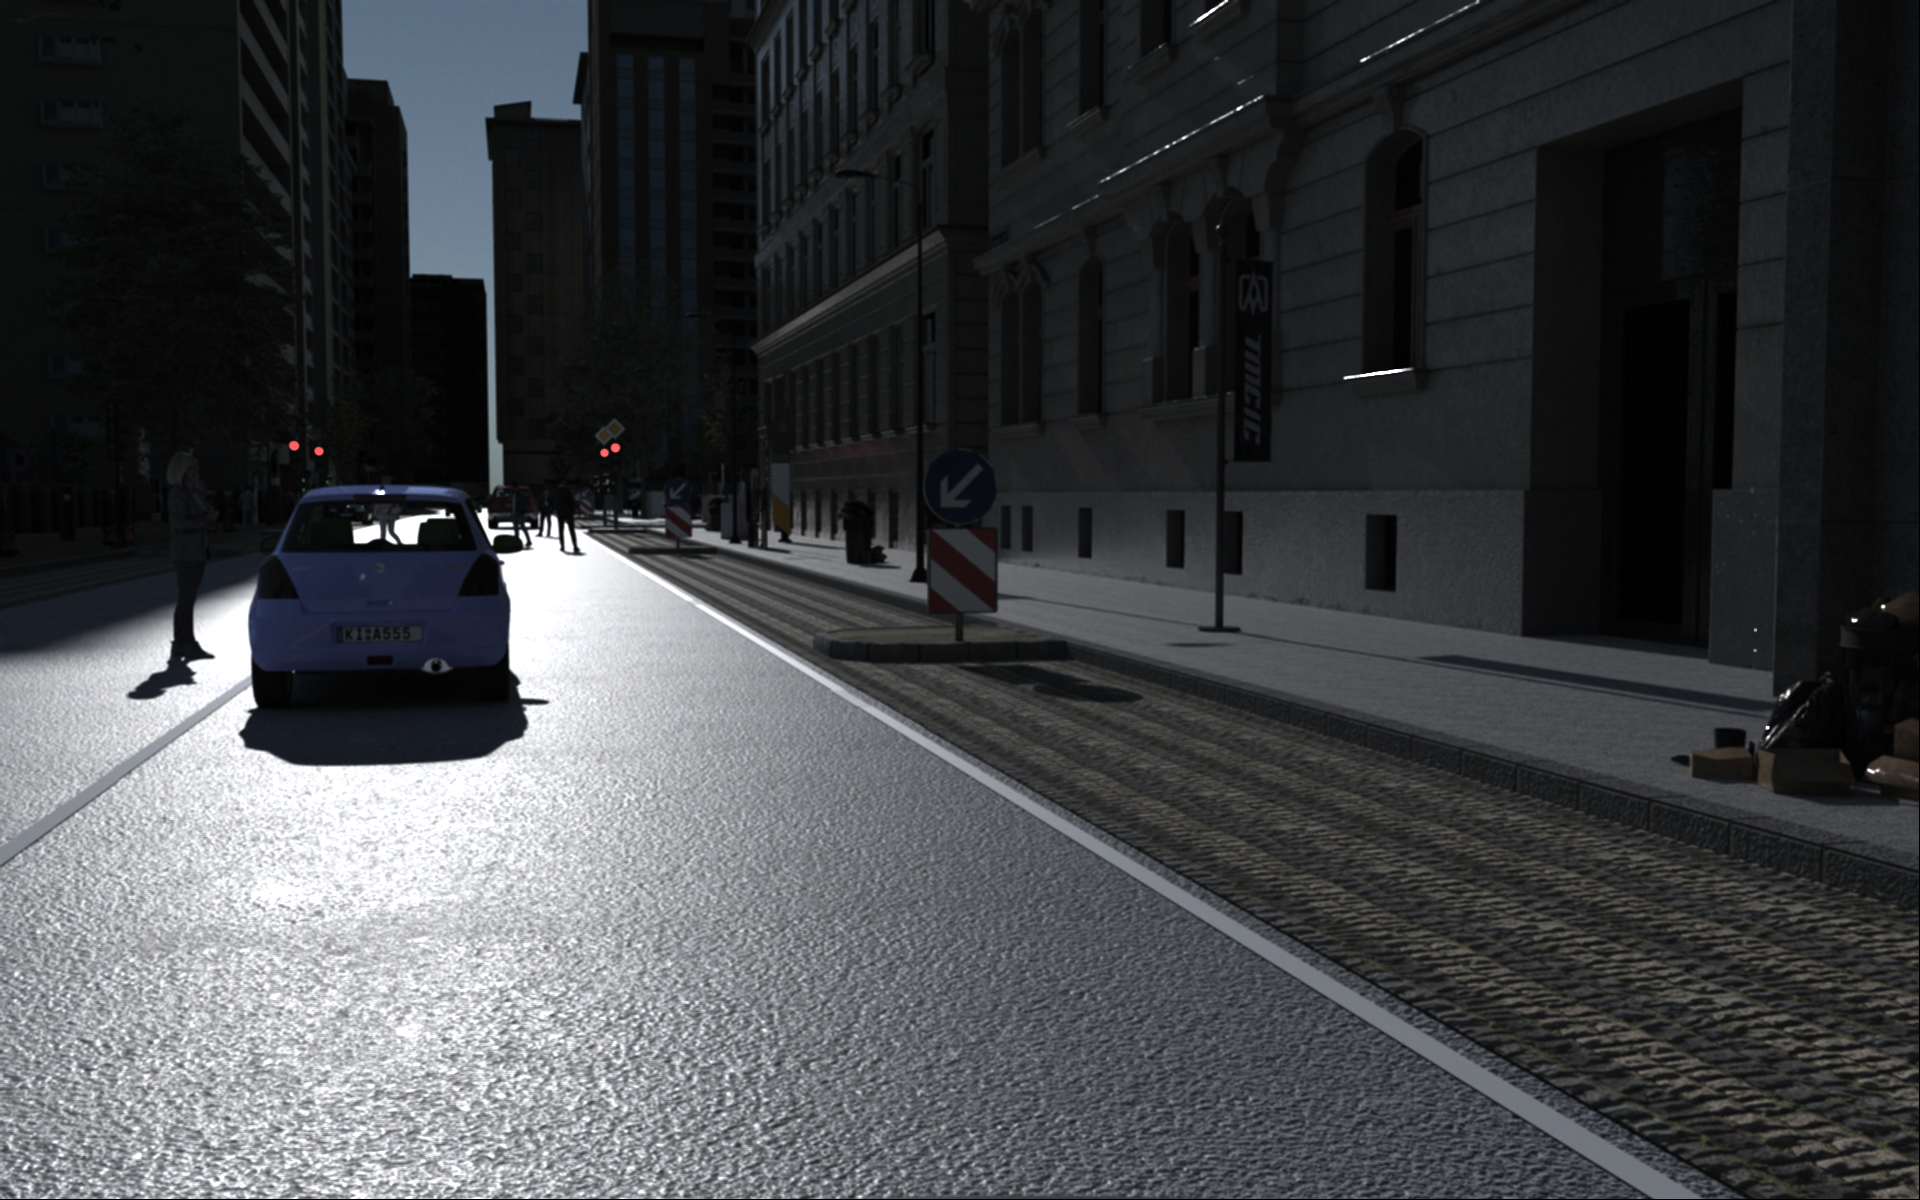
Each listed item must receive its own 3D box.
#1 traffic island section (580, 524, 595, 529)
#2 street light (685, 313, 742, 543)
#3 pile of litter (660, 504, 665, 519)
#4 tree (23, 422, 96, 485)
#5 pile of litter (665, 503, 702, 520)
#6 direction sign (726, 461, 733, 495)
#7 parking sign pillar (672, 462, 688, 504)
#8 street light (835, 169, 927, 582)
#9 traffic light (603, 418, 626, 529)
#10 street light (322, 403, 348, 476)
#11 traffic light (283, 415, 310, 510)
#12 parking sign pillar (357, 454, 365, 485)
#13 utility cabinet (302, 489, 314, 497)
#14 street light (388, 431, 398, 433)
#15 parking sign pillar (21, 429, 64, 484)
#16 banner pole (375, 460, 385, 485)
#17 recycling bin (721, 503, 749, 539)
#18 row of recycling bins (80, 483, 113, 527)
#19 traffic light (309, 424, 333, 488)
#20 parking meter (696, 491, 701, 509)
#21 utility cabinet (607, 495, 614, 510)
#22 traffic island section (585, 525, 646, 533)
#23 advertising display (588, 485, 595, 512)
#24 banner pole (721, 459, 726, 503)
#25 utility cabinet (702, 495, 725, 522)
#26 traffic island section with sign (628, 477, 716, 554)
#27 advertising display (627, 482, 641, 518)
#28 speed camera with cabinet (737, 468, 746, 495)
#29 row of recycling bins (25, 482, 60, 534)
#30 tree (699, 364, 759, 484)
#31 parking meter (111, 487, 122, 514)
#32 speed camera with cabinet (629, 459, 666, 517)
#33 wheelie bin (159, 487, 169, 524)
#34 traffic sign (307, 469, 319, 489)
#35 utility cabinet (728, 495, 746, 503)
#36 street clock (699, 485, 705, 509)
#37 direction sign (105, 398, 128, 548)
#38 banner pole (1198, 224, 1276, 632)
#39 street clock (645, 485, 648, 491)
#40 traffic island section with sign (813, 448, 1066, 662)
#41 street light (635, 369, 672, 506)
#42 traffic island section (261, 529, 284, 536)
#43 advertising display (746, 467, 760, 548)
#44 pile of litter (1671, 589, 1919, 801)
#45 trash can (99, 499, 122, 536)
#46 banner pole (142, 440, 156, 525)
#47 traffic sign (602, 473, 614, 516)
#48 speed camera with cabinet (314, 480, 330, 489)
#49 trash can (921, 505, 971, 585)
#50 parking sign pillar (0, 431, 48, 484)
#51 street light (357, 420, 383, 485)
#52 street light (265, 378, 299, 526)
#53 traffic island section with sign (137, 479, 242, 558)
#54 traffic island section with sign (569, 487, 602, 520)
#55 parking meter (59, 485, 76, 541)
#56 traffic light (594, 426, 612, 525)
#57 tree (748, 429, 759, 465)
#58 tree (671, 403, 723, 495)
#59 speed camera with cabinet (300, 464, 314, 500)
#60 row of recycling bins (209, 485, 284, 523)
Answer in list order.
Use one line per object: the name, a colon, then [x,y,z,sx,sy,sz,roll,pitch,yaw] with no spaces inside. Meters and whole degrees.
traffic island section: [-14.698,-3.031,71.840,2.009,0.180,2.903,-1,4,-14]
street light: [-6.380,-4.420,44.809,1.470,5.913,1.316,-1,4,-14]
pile of litter: [-14.981,-4.658,90.122,1.176,0.858,1.719,-2,4,-28]
tree: [-41.241,-5.852,79.387,4.285,4.588,4.351,0,3,0]
pile of litter: [-13.534,-4.421,86.242,1.719,0.858,1.176,3,4,36]
direction sign: [-15.460,-7.635,116.832,0.876,3.537,0.379,2,4,33]
parking sign pillar: [-23.416,-9.569,144.927,1.447,3.967,1.447,2,4,24]
street light: [-1.106,-3.211,25.047,1.470,5.913,1.316,-1,4,-14]
traffic light: [-12.751,-4.591,63.981,0.839,4.253,0.868,-1,4,-14]
street light: [-31.995,-7.102,88.663,1.470,5.913,1.316,-1,4,-14]
traffic light: [-23.461,-4.422,61.221,0.839,4.253,0.868,-1,4,-14]
parking sign pillar: [-40.637,-7.890,117.470,1.447,3.967,1.447,-1,4,-22]
utility cabinet: [-31.244,-4.561,83.246,0.318,1.500,1.173,-3,5,-43]
street light: [-42.304,-9.518,128.166,1.470,5.913,1.316,-1,4,-14]
parking sign pillar: [-37.843,-5.115,72.107,1.447,3.967,1.447,3,4,37]
banner pole: [-41.975,-8.274,125.291,0.863,3.779,0.401,0,4,-8]
recycling bin: [-6.339,-2.256,49.439,0.722,1.027,0.722,3,4,37]
row of recycling bins: [-34.067,-3.694,67.517,1.069,1.692,3.534,0,4,2]
traffic light: [-25.450,-4.895,68.956,0.839,4.253,0.868,-1,4,-14]
parking meter: [-22.313,-8.529,147.853,0.372,1.533,0.369,0,3,0]
utility cabinet: [-28.070,-7.815,138.930,1.020,1.237,0.306,0,4,-8]
traffic island section: [-12.709,-2.558,64.105,2.009,0.180,2.903,-1,4,-14]
advertising display: [-26.011,-7.157,122.230,0.123,1.923,0.974,-2,4,-33]
banner pole: [-16.726,-8.108,122.581,0.401,3.779,0.863,1,4,15]
utility cabinet: [-11.186,-4.122,78.556,1.020,1.237,0.306,-1,4,-18]
traffic island section with sign: [-6.984,-2.030,41.821,1.989,1.847,2.006,-1,4,-14]
advertising display: [-17.745,-5.464,94.556,0.974,1.923,0.123,2,4,30]
speed camera with cabinet: [-16.238,-8.358,130.996,0.660,3.252,2.038,2,4,33]
row of recycling bins: [-30.606,-3.033,56.710,1.069,1.692,3.534,1,4,10]
tree: [-12.730,-9.015,97.761,4.360,8.622,3.978,0,3,0]
parking meter: [-28.293,-3.040,58.117,0.372,1.533,0.369,0,3,0]
speed camera with cabinet: [-17.558,-6.293,97.219,2.038,3.252,0.660,-3,5,-41]
wheelie bin: [-34.103,-4.100,74.943,0.980,1.594,0.693,-2,4,-28]
traffic sign: [-31.496,-5.182,84.729,0.884,2.594,0.081,-1,4,-8]
utility cabinet: [-11.874,-4.982,92.613,1.020,1.237,0.306,-2,4,-29]
street clock: [-21.419,-8.523,143.928,0.358,2.002,0.471,2,4,32]
direction sign: [-20.057,-3.010,41.205,0.379,3.537,0.876,0,4,-1]
banner pole: [2.632,-1.607,16.295,0.863,3.779,0.401,-2,4,-32]
street clock: [-25.980,-8.470,143.047,0.358,2.002,0.471,2,4,31]
traffic island section with sign: [-0.283,-0.433,15.709,1.989,1.847,2.006,-1,4,-14]
street light: [-11.338,-5.614,64.332,1.470,5.913,1.316,-1,4,-14]
traffic island section: [-23.502,-2.389,61.346,2.009,0.180,2.903,-1,4,-14]
advertising display: [-4.997,-2.239,41.821,0.123,1.923,0.974,0,4,6]
pile of litter: [4.000,0.392,7.556,1.176,0.858,1.719,-2,4,-24]
trash can: [-25.642,-2.493,52.419,0.748,1.137,0.748,0,3,0]
banner pole: [-33.157,-4.945,70.862,0.863,3.779,0.401,2,4,23]
traffic sign: [-20.695,-6.250,102.188,0.884,2.594,0.081,-1,4,-12]
speed camera with cabinet: [-40.041,-7.069,109.910,2.038,3.252,0.660,3,5,44]
trash can: [-0.149,-0.715,23.339,0.748,1.137,0.748,0,3,0]
parking sign pillar: [-40.437,-5.247,74.259,1.447,3.967,1.447,1,4,17]
street light: [-37.111,-8.312,108.438,1.470,5.913,1.316,-1,4,-14]
street light: [-27.051,-5.908,69.137,1.470,5.913,1.316,-1,4,-14]
traffic island section with sign: [-17.605,-1.899,39.673,1.989,1.847,2.006,-1,4,-14]
traffic island section with sign: [-20.872,-5.334,95.838,1.989,1.847,2.006,-1,4,-14]
parking meter: [-24.567,-2.400,47.651,0.372,1.533,0.369,0,3,0]
traffic light: [-14.739,-5.064,71.715,0.839,4.253,0.868,-1,4,-14]
tree: [-14.759,-11.587,139.814,4.737,8.622,4.395,0,3,0]
tree: [-20.245,-11.328,135.574,4.737,8.622,4.395,0,3,0]
speed camera with cabinet: [-42.794,-7.248,112.847,0.660,3.252,2.038,3,4,38]
row of recycling bins: [-31.572,-4.246,76.540,3.534,1.692,1.069,0,4,8]
